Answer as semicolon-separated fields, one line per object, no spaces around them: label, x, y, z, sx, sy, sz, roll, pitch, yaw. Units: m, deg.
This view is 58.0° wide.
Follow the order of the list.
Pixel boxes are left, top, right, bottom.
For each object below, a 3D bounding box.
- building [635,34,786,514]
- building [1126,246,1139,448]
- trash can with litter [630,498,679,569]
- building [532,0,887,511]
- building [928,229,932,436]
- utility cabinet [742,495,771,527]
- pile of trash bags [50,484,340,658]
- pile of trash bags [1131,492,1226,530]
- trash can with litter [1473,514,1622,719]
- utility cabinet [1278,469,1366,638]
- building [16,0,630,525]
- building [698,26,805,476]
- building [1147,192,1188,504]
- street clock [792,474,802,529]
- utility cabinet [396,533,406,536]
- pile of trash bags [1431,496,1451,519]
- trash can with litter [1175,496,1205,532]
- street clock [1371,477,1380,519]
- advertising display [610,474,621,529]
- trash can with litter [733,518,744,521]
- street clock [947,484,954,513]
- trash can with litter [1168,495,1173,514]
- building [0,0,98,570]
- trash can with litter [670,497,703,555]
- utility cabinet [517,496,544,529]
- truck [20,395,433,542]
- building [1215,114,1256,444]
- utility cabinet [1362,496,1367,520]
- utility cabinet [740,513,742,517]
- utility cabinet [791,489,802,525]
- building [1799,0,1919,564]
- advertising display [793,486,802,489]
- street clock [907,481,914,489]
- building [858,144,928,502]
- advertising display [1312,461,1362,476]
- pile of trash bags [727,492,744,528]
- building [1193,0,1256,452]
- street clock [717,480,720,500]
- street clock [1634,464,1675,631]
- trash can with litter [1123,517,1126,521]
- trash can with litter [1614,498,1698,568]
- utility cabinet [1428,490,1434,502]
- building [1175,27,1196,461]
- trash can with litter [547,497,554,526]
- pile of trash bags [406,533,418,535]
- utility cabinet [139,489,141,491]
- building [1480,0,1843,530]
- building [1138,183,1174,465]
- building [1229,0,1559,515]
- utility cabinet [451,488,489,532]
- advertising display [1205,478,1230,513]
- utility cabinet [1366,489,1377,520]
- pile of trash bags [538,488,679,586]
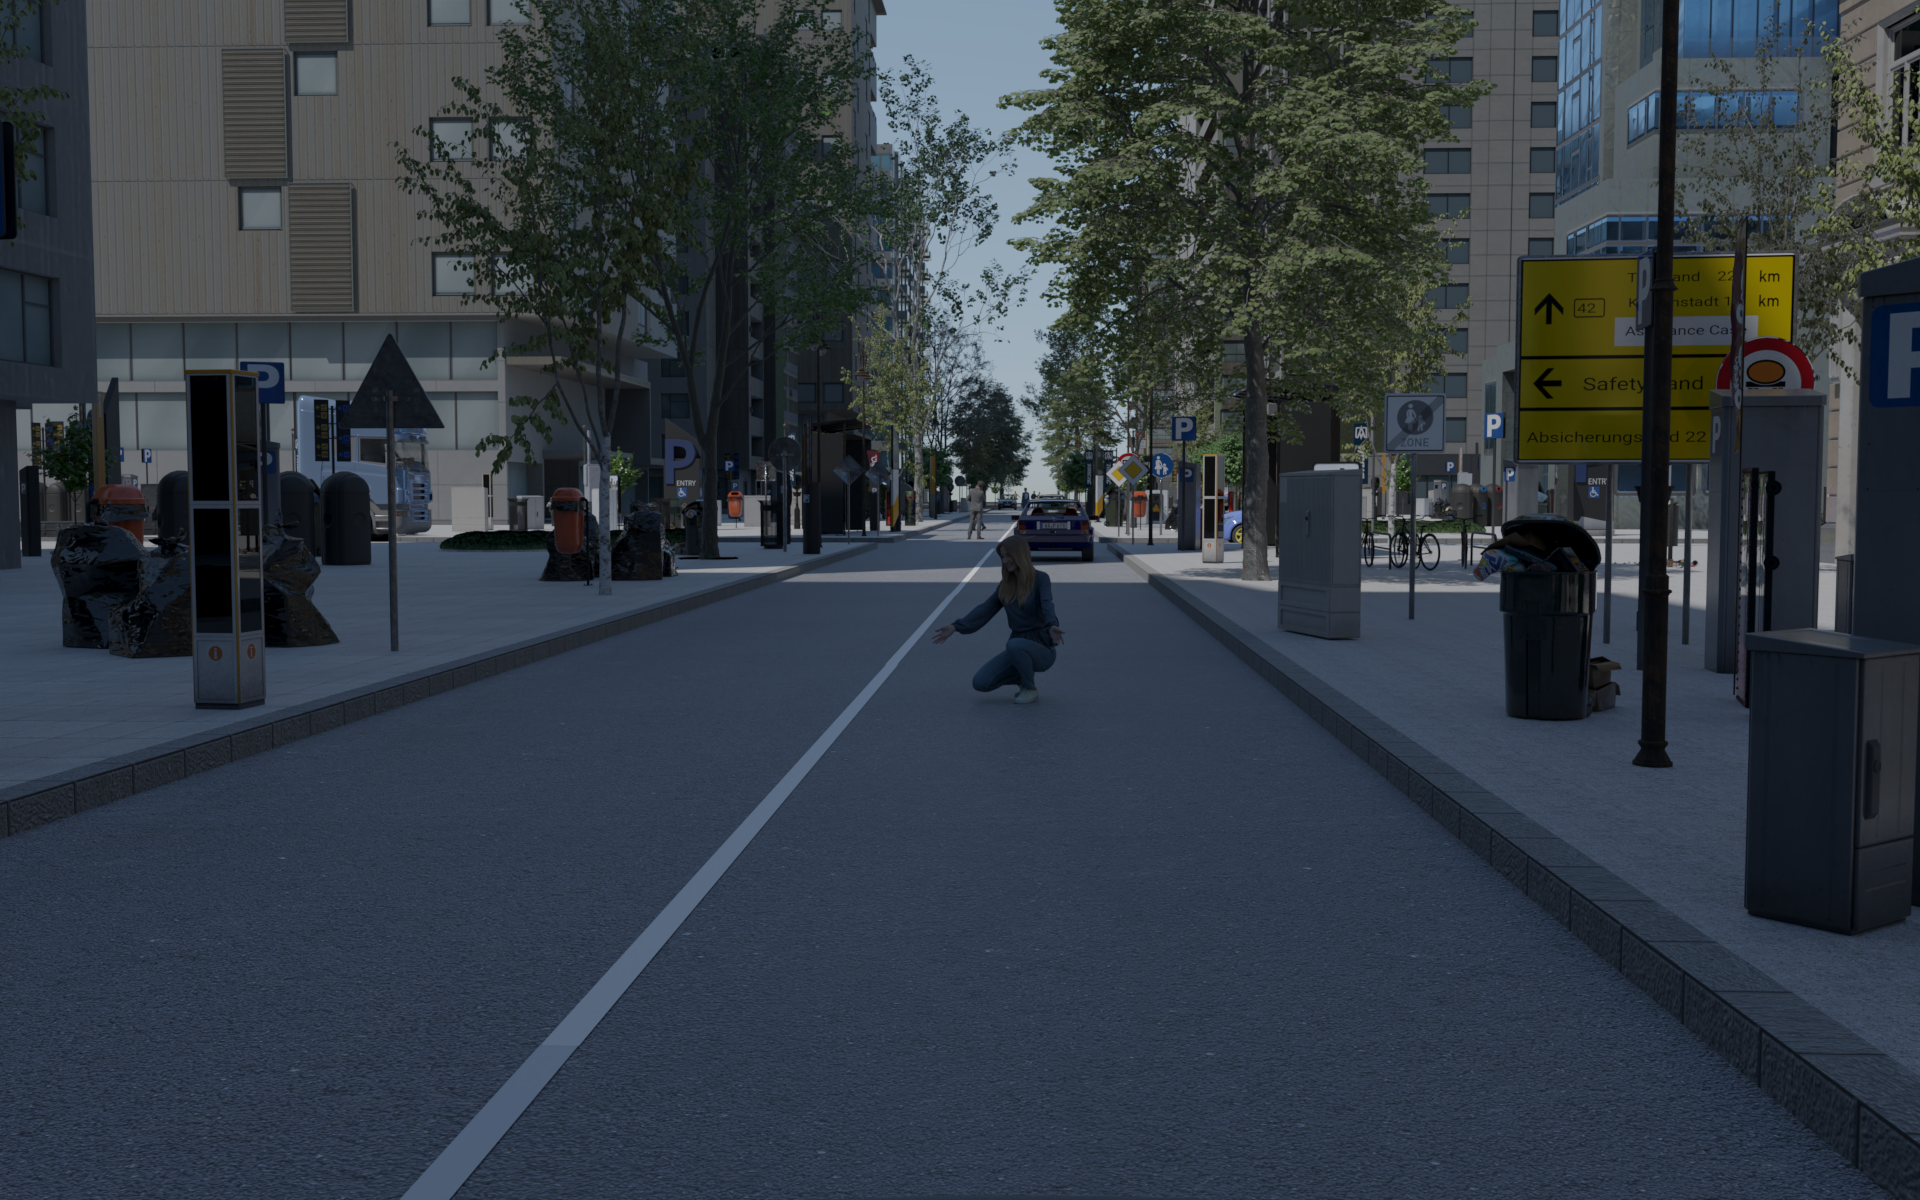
building;-19.365;-20.873;112.978;14.160;30.474;14.107;0;4;3
building;37.370;-37.626;269.805;22.147;44.769;28.867;0;4;3
trash can with litter;-5.662;-1.094;28.952;2.233;1.210;1.678;-1;4;-23
building;-22.284;-35.268;165.866;28.713;52.752;27.495;0;4;3
building;-15.967;-39.732;269.231;23.786;49.044;30.456;0;4;3
utility cabinet;-7.914;-3.456;67.667;1.020;1.237;0.306;0;4;-5
pile of trash bags;-6.938;-0.332;15.187;1.912;1.369;3.447;-3;5;-43
pile of trash bags;7.817;-3.190;61.915;3.447;1.369;1.912;0;4;-3
trash can with litter;3.484;0.075;10.166;0.624;1.170;1.055;3;4;37
utility cabinet;3.240;-0.430;15.702;0.318;1.500;1.173;-1;4;-12
building;-29.245;-30.194;82.915;28.713;52.752;27.495;0;4;3
building;-26.251;-27.425;140.287;32.217;40.220;23.993;0;4;3
building;32.254;-33.664;234.002;14.154;41.232;14.086;0;4;3
street clock;-5.962;-3.596;63.372;0.471;2.002;0.358;1;4;16
utility cabinet;-17.350;-2.692;52.687;1.173;1.500;0.318;2;4;35
pile of trash bags;25.237;-4.788;88.032;1.912;1.369;3.447;0;4;0
trash can with litter;7.332;-2.656;54.815;1.055;1.170;0.624;2;4;23
street clock;17.591;-4.210;73.409;0.358;2.002;0.471;2;4;33
advertising display;-11.446;-3.157;56.837;0.974;1.923;0.123;3;5;44
trash can with litter;-9.829;-4.343;82.061;2.233;1.210;1.678;-2;4;-26
street clock;-0.641;-7.089;120.481;0.358;2.002;0.471;3;5;45
trash can with litter;14.299;-6.830;122.734;1.678;1.210;2.233;2;4;33
building;-22.322;-20.927;25.759;14.086;41.232;14.154;0;4;3
trash can with litter;-5.724;-1.533;36.447;0.624;1.170;1.055;-3;5;-41
utility cabinet;-15.518;-3.147;62.622;0.306;1.237;1.020;2;4;35
truck;-23.670;-3.580;48.286;18.799;4.110;2.967;0;4;1
building;26.624;-22.145;133.773;14.160;30.474;14.107;0;4;3
utility cabinet;13.489;-2.971;59.744;1.020;1.237;0.306;0;4;-8
utility cabinet;-12.545;-5.255;97.085;1.020;1.237;0.306;2;4;31
utility cabinet;-6.906;-3.849;71.614;1.173;1.500;0.318;0;4;7
building;21.833;-14.415;21.584;13.634;28.700;20.117;0;4;3
advertising display;-9.731;-6.096;104.875;0.974;1.923;0.123;1;4;20
street clock;-2.714;-5.585;95.891;0.471;2.002;0.358;1;4;21
building;-17.682;-37.830;238.120;23.786;49.044;30.456;0;4;3
advertising display;7.447;-1.777;34.274;0.974;1.923;0.123;2;4;29
pile of trash bags;-9.791;-3.358;64.662;3.447;1.369;1.912;0;4;-2
building;32.099;-32.267;151.266;21.300;48.544;21.600;0;4;3
street clock;-12.285;-5.085;87.715;0.358;2.002;0.471;-1;4;-10
street clock;6.469;-0.709;16.158;0.471;2.002;0.358;-2;4;-34
trash can with litter;7.758;-4.391;83.182;0.624;1.170;1.055;-1;4;-22
trash can with litter;12.595;-1.216;30.931;1.678;1.210;2.233;1;4;20
utility cabinet;28.332;-5.779;103.163;0.318;1.500;1.173;-1;4;-16
building;36.315;-35.855;175.469;28.713;52.752;27.495;0;4;3
trash can with litter;-15.706;-3.481;68.309;1.055;1.170;0.624;-3;5;-44
pile of trash bags;-18.829;-2.728;54.350;3.447;1.369;1.912;-1;4;-18
utility cabinet;-32.861;-3.720;69.501;0.318;1.500;1.173;1;4;22
building;38.687;-46.344;70.393;31.000;86.520;22.319;0;4;3
building;32.903;-36.577;248.141;14.600;45.320;14.200;0;4;3
building;28.920;-41.351;114.337;20.563;71.187;20.611;0;4;3
utility cabinet;-16.541;-3.046;58.480;1.173;1.500;0.318;0;4;8
advertising display;10.522;-4.011;70.798;0.974;1.923;0.123;1;4;21
utility cabinet;18.515;-4.330;79.472;1.173;1.500;0.318;1;4;8
pile of trash bags;-5.370;-0.977;25.719;1.912;1.369;3.447;0;4;4
